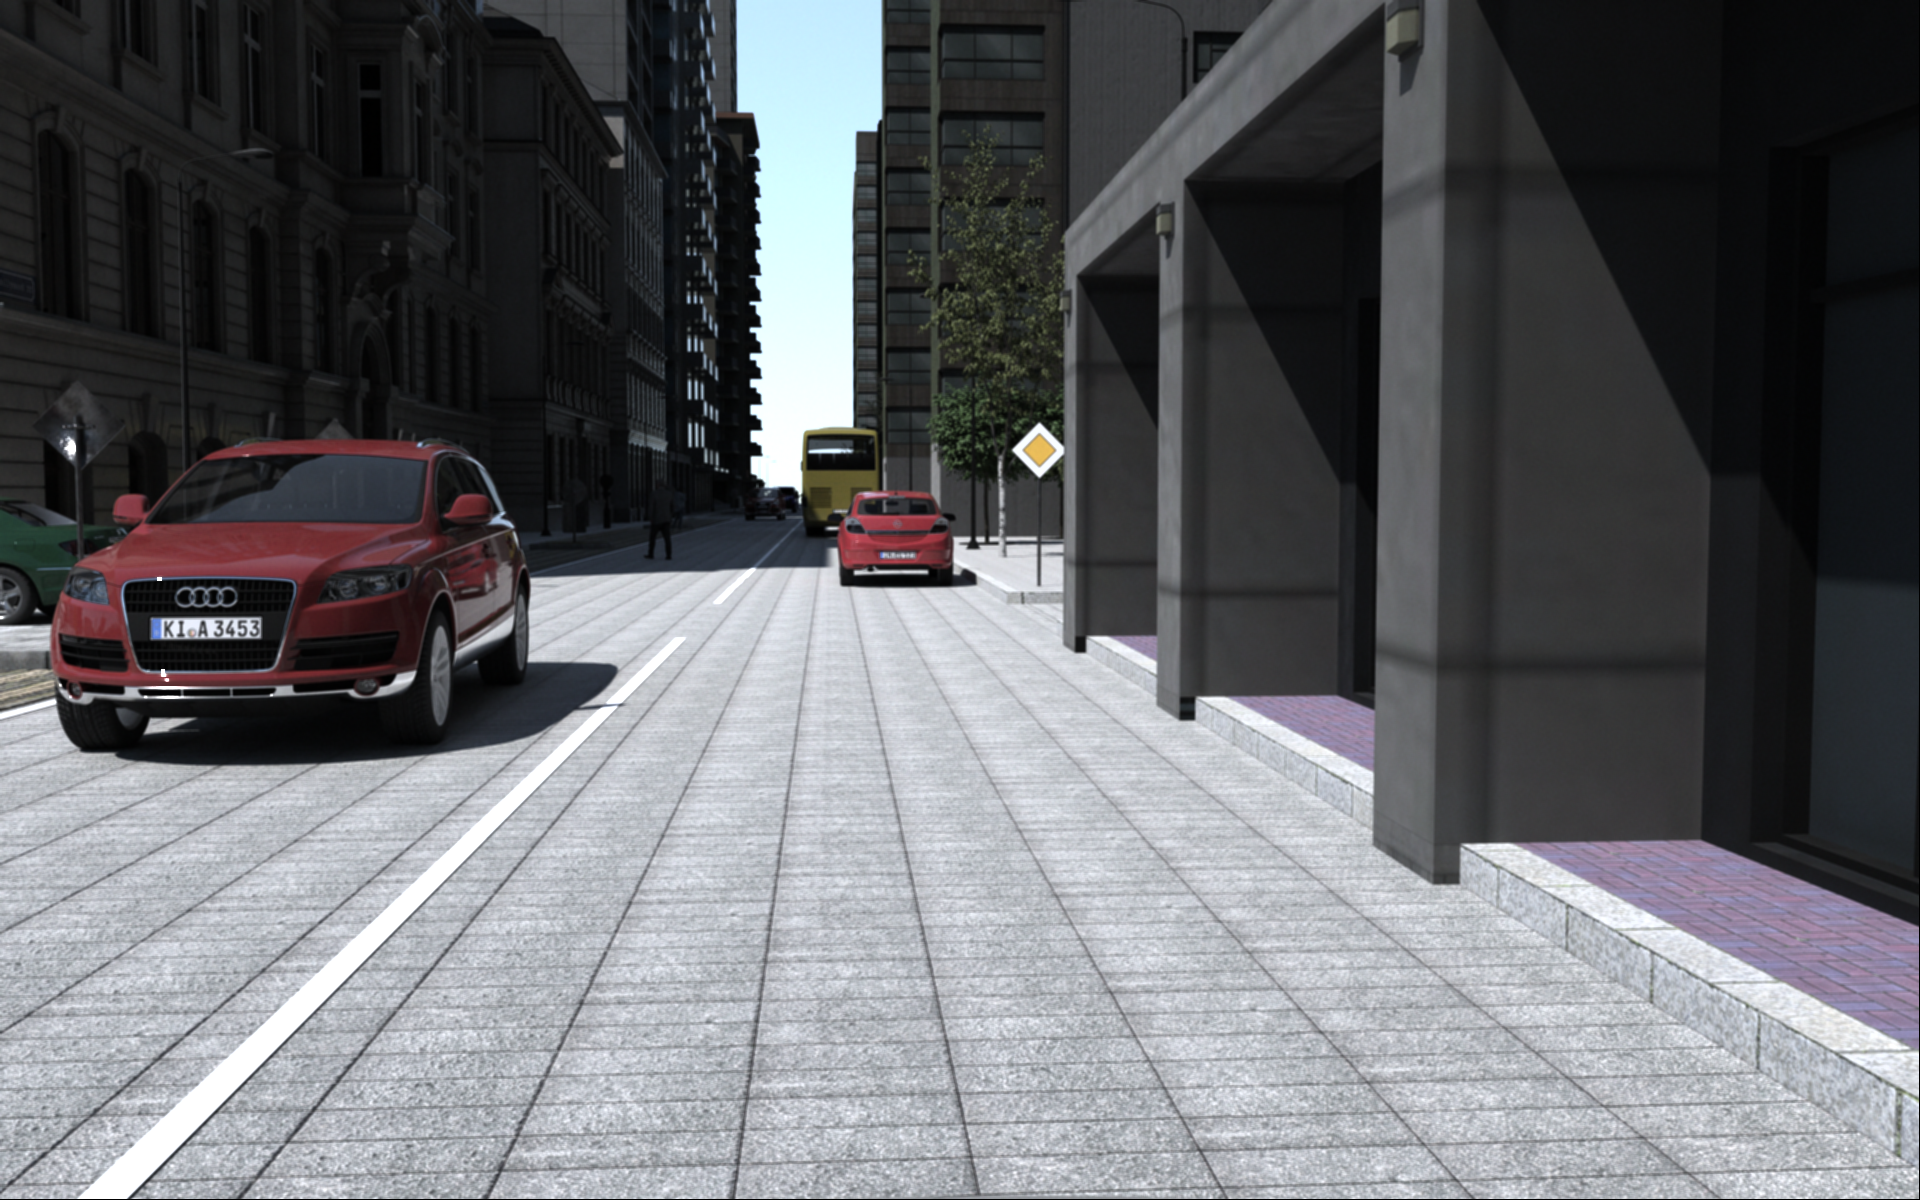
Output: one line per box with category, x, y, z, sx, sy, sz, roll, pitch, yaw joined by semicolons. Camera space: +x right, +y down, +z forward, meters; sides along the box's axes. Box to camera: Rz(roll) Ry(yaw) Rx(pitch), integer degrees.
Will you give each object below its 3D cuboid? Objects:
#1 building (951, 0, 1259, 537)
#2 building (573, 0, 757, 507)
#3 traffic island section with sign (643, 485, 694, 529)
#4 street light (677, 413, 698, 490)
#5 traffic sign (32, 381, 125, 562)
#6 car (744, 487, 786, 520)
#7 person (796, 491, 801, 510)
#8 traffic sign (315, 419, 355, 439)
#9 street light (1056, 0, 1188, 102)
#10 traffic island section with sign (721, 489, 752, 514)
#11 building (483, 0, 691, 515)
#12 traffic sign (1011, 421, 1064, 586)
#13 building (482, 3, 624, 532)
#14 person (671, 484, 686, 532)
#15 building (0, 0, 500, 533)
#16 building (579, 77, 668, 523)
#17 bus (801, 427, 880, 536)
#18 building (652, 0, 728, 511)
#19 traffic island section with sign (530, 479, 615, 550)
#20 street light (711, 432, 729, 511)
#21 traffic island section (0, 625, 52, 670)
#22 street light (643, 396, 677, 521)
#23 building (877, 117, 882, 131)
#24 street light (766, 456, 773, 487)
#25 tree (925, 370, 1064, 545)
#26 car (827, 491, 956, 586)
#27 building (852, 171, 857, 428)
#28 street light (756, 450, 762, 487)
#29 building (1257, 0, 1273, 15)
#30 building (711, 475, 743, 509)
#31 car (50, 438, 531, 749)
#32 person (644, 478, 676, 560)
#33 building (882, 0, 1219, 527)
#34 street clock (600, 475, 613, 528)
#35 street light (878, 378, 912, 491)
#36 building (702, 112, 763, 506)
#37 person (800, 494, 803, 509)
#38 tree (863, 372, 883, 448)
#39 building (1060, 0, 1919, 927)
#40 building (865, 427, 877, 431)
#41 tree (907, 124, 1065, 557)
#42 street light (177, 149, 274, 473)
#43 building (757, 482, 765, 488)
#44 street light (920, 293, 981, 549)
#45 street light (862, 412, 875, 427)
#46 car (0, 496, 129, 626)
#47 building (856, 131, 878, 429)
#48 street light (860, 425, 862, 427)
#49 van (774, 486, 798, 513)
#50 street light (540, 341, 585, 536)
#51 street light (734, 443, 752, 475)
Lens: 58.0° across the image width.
building;5.897;-17.527;58.264;14.160;30.474;14.107;0;4;-4
building;-36.266;-47.719;218.461;20.563;71.187;20.611;0;4;-4
traffic island section with sign;-12.118;-3.885;72.142;1.989;1.847;2.006;0;4;-4
street light;-15.738;-7.762;99.447;1.470;5.913;1.316;0;4;-4
traffic sign;-7.823;-0.719;15.400;0.795;2.450;0.064;0;4;-4
car;-10.745;-5.330;95.817;2.281;1.827;5.304;0;4;-3
person;-14.932;-9.135;158.525;0.621;1.740;0.551;1;4;12
traffic sign;-8.421;-1.206;23.363;0.795;2.450;0.064;0;4;-4
street light;1.520;-2.660;16.029;1.470;5.913;1.316;0;4;-4
traffic island section with sign;-15.957;-7.008;123.202;1.989;1.847;2.006;0;4;-4
building;-27.481;-40.857;106.271;20.563;71.187;20.611;0;4;-4
traffic sign;1.098;-1.248;24.055;0.795;2.450;0.064;0;4;-4
building;-19.300;-12.348;66.510;10.561;19.102;19.286;0;4;-4
person;-10.622;-3.460;65.329;0.793;1.790;0.793;1;4;13
building;-19.210;-13.446;38.934;14.460;24.649;34.723;0;4;-4
building;-20.058;-14.437;85.189;9.793;20.994;18.267;0;4;-4
bus;-4.351;-4.333;62.393;2.896;3.916;12.252;0;4;-5
building;-30.383;-31.380;132.664;23.786;49.044;30.456;0;4;-4
traffic island section with sign;-10.087;-2.241;45.263;1.989;1.847;2.006;0;4;-4
street light;-17.850;-9.551;128.701;1.470;5.913;1.316;0;4;-4
traffic island section;-7.846;0.417;15.460;2.009;0.180;2.903;0;4;-4
street light;-14.324;-6.694;81.987;1.470;5.913;1.316;0;4;-4
building;-0.774;-36.809;221.437;23.786;49.044;30.456;0;4;-4
street light;-24.114;-14.716;213.146;1.470;5.913;1.316;0;4;-4
tree;0.757;-3.698;44.176;4.285;4.588;4.351;0;3;0
car;-1.106;-1.192;28.531;2.155;1.783;4.494;0;4;-4
building;-4.508;-38.157;247.562;21.300;48.544;21.600;0;4;-4
street light;-21.796;-12.892;183.319;1.470;5.913;1.316;0;4;-4
building;20.962;-25.312;33.468;30.456;49.044;23.786;0;4;-4
building;-36.782;-28.624;159.885;32.217;40.220;23.993;0;4;-4
car;-4.154;-0.173;11.499;2.281;1.827;5.304;0;4;-6
person;-6.603;-1.780;37.999;0.661;1.777;0.834;-3;5;-44
building;3.337;-18.891;80.572;14.160;30.474;14.107;0;4;-4
street clock;-13.187;-3.675;64.653;0.471;2.002;0.358;2;4;26
street light;-2.516;-5.921;69.357;1.470;5.913;1.316;0;4;-4
building;-33.650;-33.017;194.460;22.147;44.769;28.867;0;4;-4
person;-14.908;-9.468;164.121;1.217;1.723;0.721;1;4;16
tree;-2.988;-8.861;95.236;4.360;8.622;3.978;0;3;0
building;11.921;-34.648;4.746;20.563;71.187;20.611;0;4;-4
building;2.601;-51.735;158.531;22.319;86.520;31.000;0;4;-4
tree;0.899;-5.159;34.708;4.737;8.622;4.395;0;3;0
street light;-9.936;-3.113;23.435;1.470;5.913;1.316;0;4;-4
building;-43.825;-33.711;243.053;32.217;40.220;23.993;0;4;-4
street light;-0.230;-4.133;40.116;1.470;5.913;1.316;0;4;-4
street light;-4.702;-7.710;98.605;1.470;5.913;1.316;0;4;-4
car;-11.876;-0.471;19.506;4.920;1.459;2.131;0;4;-6
building;-4.898;-31.499;198.607;14.154;41.232;14.086;0;4;-4
street light;-5.997;-8.813;116.631;1.470;5.913;1.316;0;4;-4
van;-13.627;-7.926;133.972;2.240;2.365;5.245;0;4;-3
street light;-12.101;-4.905;52.742;1.470;5.913;1.316;0;4;-4
street light;-20.092;-11.385;158.685;1.470;5.913;1.316;0;4;-4
